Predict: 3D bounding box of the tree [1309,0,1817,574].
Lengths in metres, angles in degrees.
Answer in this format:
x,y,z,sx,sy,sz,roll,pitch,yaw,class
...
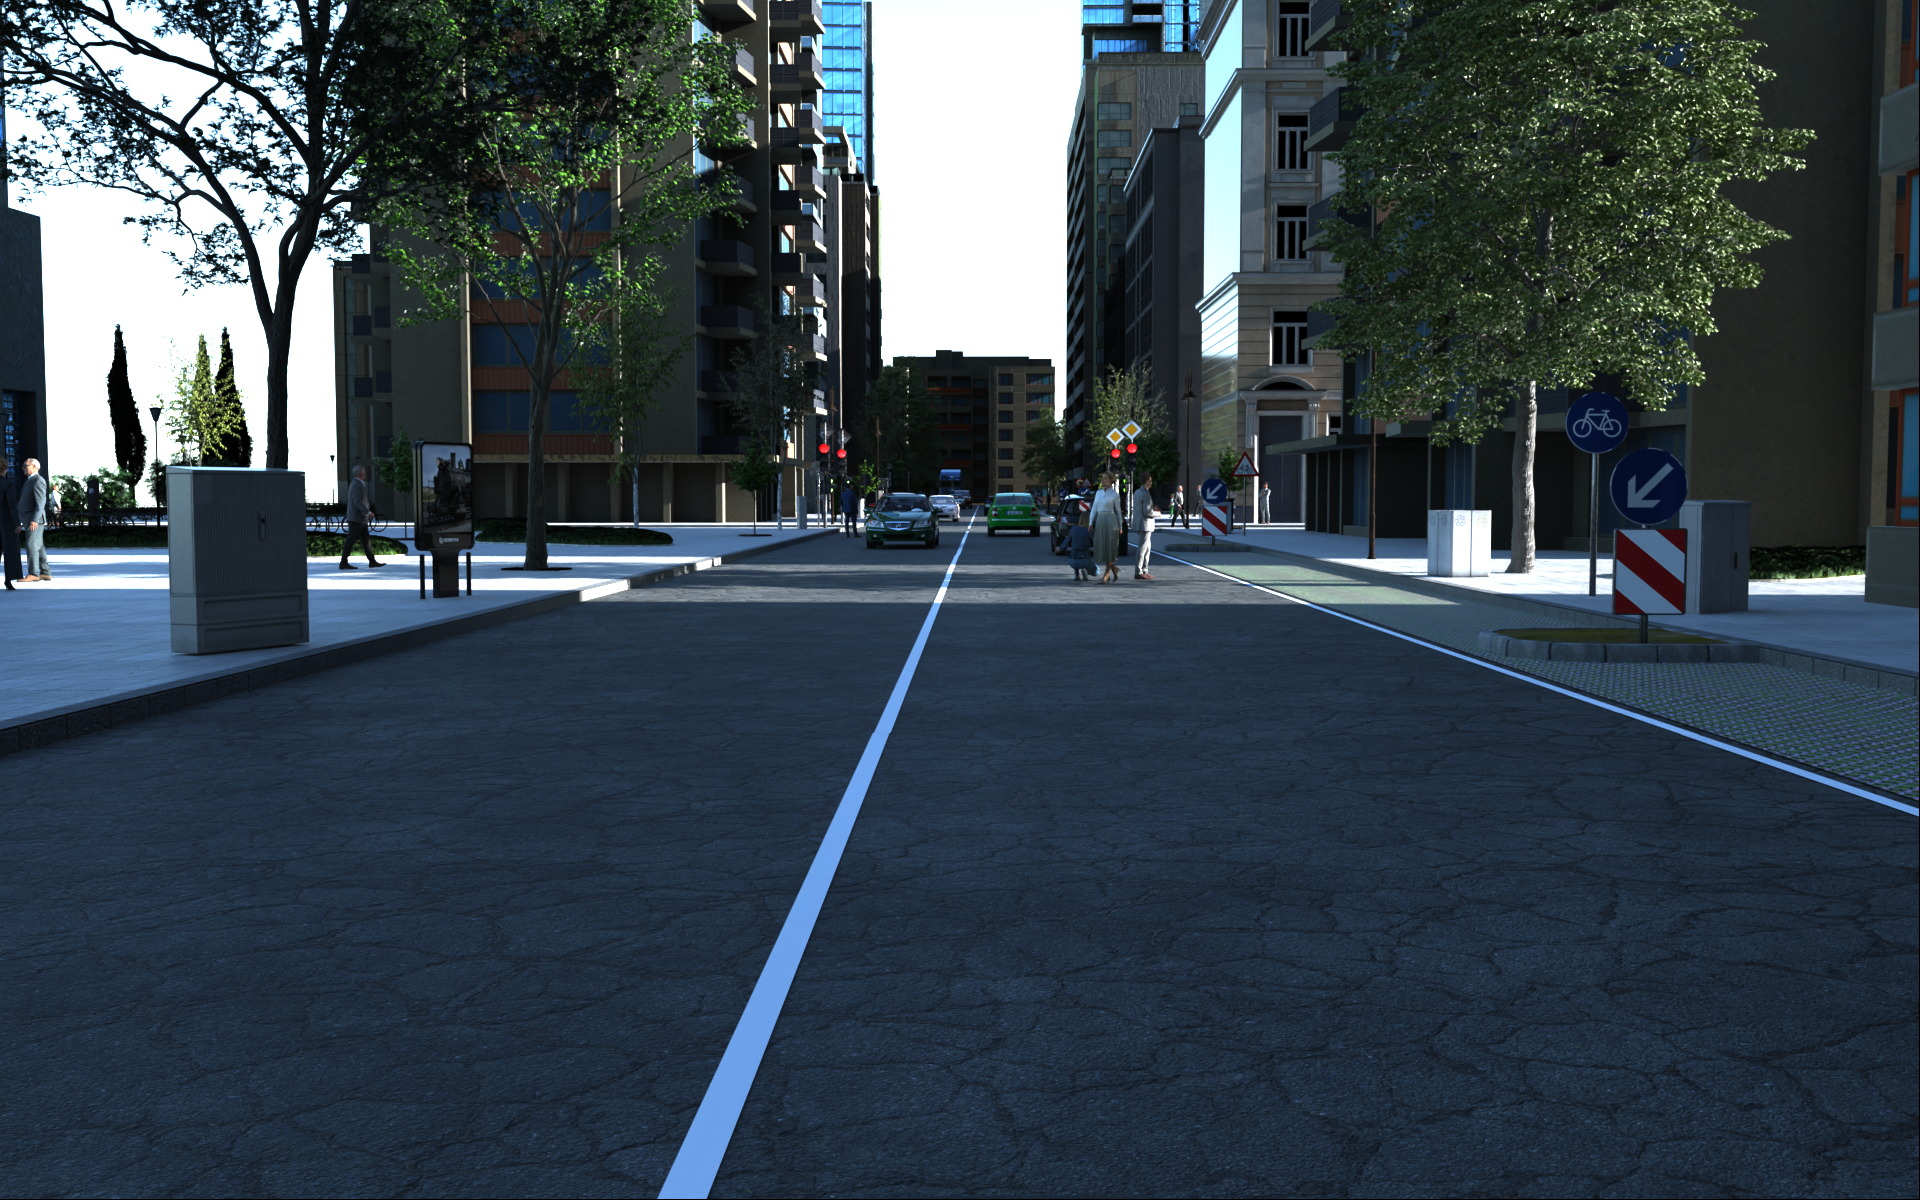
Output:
x,y,z,sx,sy,sz,roll,pitch,yaw,class
9.559,-6.705,27.754,7.486,12.596,7.792,0,3,0,tree

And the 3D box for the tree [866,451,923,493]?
x,y,z,sx,sy,sz,roll,pitch,yaw,class
-5.296,-8.677,125.575,4.285,4.588,4.351,0,3,0,tree

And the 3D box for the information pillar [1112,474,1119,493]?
x,y,z,sx,sy,sz,roll,pitch,yaw,class
8.687,-6.455,96.897,0.504,3.616,0.183,-3,4,-39,information pillar

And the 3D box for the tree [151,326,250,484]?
x,y,z,sx,sy,sz,roll,pitch,yaw,class
-33.666,-7.712,76.453,4.737,8.622,4.395,0,3,0,tree

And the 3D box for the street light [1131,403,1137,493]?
x,y,z,sx,sy,sz,roll,pitch,yaw,class
8.797,-7.079,88.528,0.468,5.910,1.993,0,4,1,street light

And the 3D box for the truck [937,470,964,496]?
x,y,z,sx,sy,sz,roll,pitch,yaw,class
-0.893,-12.652,196.621,2.967,4.110,18.799,0,4,1,truck

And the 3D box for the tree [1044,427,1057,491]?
x,y,z,sx,sy,sz,roll,pitch,yaw,class
10.470,-14.029,179.739,4.737,8.622,4.395,0,3,0,tree

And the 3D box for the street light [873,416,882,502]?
x,y,z,sx,sy,sz,roll,pitch,yaw,class
-4.860,-7.928,102.413,0.468,5.910,1.993,0,4,1,street light

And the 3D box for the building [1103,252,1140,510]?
x,y,z,sx,sy,sz,roll,pitch,yaw,class
18.308,-18.963,139.726,12.332,23.373,15.834,0,4,1,building

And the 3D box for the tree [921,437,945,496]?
x,y,z,sx,sy,sz,roll,pitch,yaw,class
-3.595,-16.216,215.492,4.360,8.622,3.978,0,3,0,tree

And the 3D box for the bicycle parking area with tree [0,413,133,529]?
x,y,z,sx,sy,sz,roll,pitch,yaw,class
-34.631,-4.392,58.816,9.016,4.147,8.231,3,4,36,bicycle parking area with tree

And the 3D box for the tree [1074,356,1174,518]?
x,y,z,sx,sy,sz,roll,pitch,yaw,class
9.210,-8.750,93.419,4.360,8.622,3.978,0,3,0,tree

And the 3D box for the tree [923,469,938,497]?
x,y,z,sx,sy,sz,roll,pitch,yaw,class
-4.375,-14.492,220.665,4.285,4.588,4.351,0,3,0,tree

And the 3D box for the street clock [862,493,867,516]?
x,y,z,sx,sy,sz,roll,pitch,yaw,class
-5.587,-5.956,101.955,0.358,2.002,0.471,-1,4,-10,street clock

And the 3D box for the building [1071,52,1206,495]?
x,y,z,sx,sy,sz,roll,pitch,yaw,class
23.541,-34.469,187.268,21.300,48.544,21.600,0,4,1,building

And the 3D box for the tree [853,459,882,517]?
x,y,z,sx,sy,sz,roll,pitch,yaw,class
-5.179,-6.234,96.521,1.663,3.219,1.824,0,3,0,tree

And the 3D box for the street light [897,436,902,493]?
x,y,z,sx,sy,sz,roll,pitch,yaw,class
-4.641,-9.729,131.861,0.468,5.910,1.993,0,4,1,street light

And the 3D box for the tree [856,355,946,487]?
x,y,z,sx,sy,sz,roll,pitch,yaw,class
-4.904,-13.670,141.628,7.486,12.596,7.792,0,3,0,tree

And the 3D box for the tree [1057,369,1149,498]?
x,y,z,sx,sy,sz,roll,pitch,yaw,class
9.155,-9.315,102.665,4.737,8.622,4.395,0,3,0,tree

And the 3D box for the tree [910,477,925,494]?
x,y,z,sx,sy,sz,roll,pitch,yaw,class
-4.472,-11.511,182.813,1.663,3.219,1.824,0,3,0,tree

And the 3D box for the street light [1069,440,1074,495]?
x,y,z,sx,sy,sz,roll,pitch,yaw,class
9.548,-10.674,147.309,0.468,5.910,1.993,0,4,1,street light

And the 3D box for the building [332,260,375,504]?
x,y,z,sx,sy,sz,roll,pitch,yaw,class
-68.088,-27.088,214.592,14.107,30.474,14.160,0,4,1,building

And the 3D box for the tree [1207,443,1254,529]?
x,y,z,sx,sy,sz,roll,pitch,yaw,class
9.823,-4.236,63.861,1.663,3.219,1.824,0,3,0,tree

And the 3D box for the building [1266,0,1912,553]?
x,y,z,sx,sy,sz,roll,pitch,yaw,class
21.476,-23.962,46.399,22.147,44.769,28.867,0,4,1,building

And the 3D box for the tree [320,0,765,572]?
x,y,z,sx,sy,sz,roll,pitch,yaw,class
-6.969,-6.304,28.824,9.928,11.665,9.643,0,3,0,tree

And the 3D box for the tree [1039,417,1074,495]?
x,y,z,sx,sy,sz,roll,pitch,yaw,class
9.790,-12.886,161.049,4.360,8.622,3.978,0,3,0,tree

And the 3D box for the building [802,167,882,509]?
x,y,z,sx,sy,sz,roll,pitch,yaw,class
-14.412,-23.476,155.540,14.160,30.474,14.107,0,4,1,building

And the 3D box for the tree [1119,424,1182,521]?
x,y,z,sx,sy,sz,roll,pitch,yaw,class
9.016,-6.016,82.076,4.285,4.588,4.351,0,3,0,tree

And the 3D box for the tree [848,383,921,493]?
x,y,z,sx,sy,sz,roll,pitch,yaw,class
-5.061,-9.988,113.673,4.360,8.622,3.978,0,3,0,tree

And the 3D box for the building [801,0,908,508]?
x,y,z,sx,sy,sz,roll,pitch,yaw,class
-22.286,-54.819,208.967,31.000,86.520,22.319,0,4,1,building

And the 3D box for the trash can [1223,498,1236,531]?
x,y,z,sx,sy,sz,roll,pitch,yaw,class
8.799,-2.815,57.671,0.748,1.137,0.748,0,3,0,trash can

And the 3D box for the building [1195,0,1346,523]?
x,y,z,sx,sy,sz,roll,pitch,yaw,class
21.919,-18.090,81.678,20.117,28.700,13.634,0,4,1,building

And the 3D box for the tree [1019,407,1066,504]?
x,y,z,sx,sy,sz,roll,pitch,yaw,class
11.473,-18.809,225.646,7.486,12.596,7.792,0,3,0,tree

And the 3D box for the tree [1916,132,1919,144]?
x,y,z,sx,sy,sz,roll,pitch,yaw,class
7.600,-3.661,10.219,4.360,8.622,3.978,0,3,0,tree

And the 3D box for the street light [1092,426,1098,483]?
x,y,z,sx,sy,sz,roll,pitch,yaw,class
9.129,-8.867,117.756,0.468,5.910,1.993,0,4,1,street light

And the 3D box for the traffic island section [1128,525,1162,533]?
x,y,z,sx,sy,sz,roll,pitch,yaw,class
6.444,-2.617,65.072,2.009,0.180,2.903,0,4,1,traffic island section

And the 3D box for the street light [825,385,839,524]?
x,y,z,sx,sy,sz,roll,pitch,yaw,class
-5.410,-6.150,73.342,0.468,5.910,1.993,0,4,1,street light

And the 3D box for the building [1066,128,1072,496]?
x,y,z,sx,sy,sz,roll,pitch,yaw,class
23.984,-35.787,208.824,21.300,48.544,21.600,0,4,1,building

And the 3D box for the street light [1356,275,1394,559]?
x,y,z,sx,sy,sz,roll,pitch,yaw,class
8.108,-3.740,33.935,0.468,5.910,1.993,0,4,1,street light

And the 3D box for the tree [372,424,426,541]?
x,y,z,sx,sy,sz,roll,pitch,yaw,class
-15.596,-3.282,48.263,1.663,3.219,1.824,0,3,0,tree

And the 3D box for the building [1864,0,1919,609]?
x,y,z,sx,sy,sz,roll,pitch,yaw,class
24.370,-9.802,5.306,27.650,21.520,28.899,0,4,1,building

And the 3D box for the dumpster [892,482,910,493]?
x,y,z,sx,sy,sz,roll,pitch,yaw,class
-4.632,-8.057,134.229,1.502,2.255,1.985,0,4,1,dumpster

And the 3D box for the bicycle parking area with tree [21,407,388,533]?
x,y,z,sx,sy,sz,roll,pitch,yaw,class
-24.080,-4.244,56.393,8.231,4.147,9.016,3,4,37,bicycle parking area with tree

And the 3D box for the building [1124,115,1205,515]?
x,y,z,sx,sy,sz,roll,pitch,yaw,class
19.266,-19.921,119.208,14.314,27.812,24.014,0,4,1,building

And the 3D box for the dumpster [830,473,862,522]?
x,y,z,sx,sy,sz,roll,pitch,yaw,class
-5.336,-4.748,80.128,1.502,2.255,1.985,0,4,1,dumpster

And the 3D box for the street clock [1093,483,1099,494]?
x,y,z,sx,sy,sz,roll,pitch,yaw,class
8.645,-6.463,110.240,0.358,2.002,0.471,2,4,29,street clock

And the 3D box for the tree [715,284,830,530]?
x,y,z,sx,sy,sz,roll,pitch,yaw,class
-6.447,-6.772,61.087,4.360,8.622,3.978,0,3,0,tree

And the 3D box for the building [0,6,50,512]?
x,y,z,sx,sy,sz,roll,pitch,yaw,class
-62.748,-47.151,83.589,31.000,86.520,22.319,0,4,1,building

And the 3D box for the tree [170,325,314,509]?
x,y,z,sx,sy,sz,roll,pitch,yaw,class
-60.288,-14.488,138.699,13.155,14.587,18.604,0,4,-4,tree

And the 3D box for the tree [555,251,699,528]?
x,y,z,sx,sy,sz,roll,pitch,yaw,class
-9.960,-6.200,51.738,4.737,8.622,4.395,0,3,0,tree

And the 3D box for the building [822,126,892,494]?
x,y,z,sx,sy,sz,roll,pitch,yaw,class
-23.083,-29.517,174.482,32.217,40.220,23.993,0,4,1,building

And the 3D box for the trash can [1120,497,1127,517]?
x,y,z,sx,sy,sz,roll,pitch,yaw,class
9.082,-5.171,96.204,0.748,1.137,0.748,0,3,0,trash can

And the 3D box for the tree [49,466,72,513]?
x,y,z,sx,sy,sz,roll,pitch,yaw,class
-59.920,-12.547,106.963,13.155,14.587,18.604,0,3,0,tree

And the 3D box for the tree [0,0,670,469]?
x,y,z,sx,sy,sz,roll,pitch,yaw,class
-6.223,-4.933,15.064,8.767,10.594,7.601,0,4,3,tree

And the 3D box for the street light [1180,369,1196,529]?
x,y,z,sx,sy,sz,roll,pitch,yaw,class
8.422,-5.576,63.956,0.468,5.910,1.993,0,4,1,street light

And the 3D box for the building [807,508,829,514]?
x,y,z,sx,sy,sz,roll,pitch,yaw,class
-20.393,-49.729,125.746,22.319,86.520,31.000,0,4,1,building

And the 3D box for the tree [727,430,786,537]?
x,y,z,sx,sy,sz,roll,pitch,yaw,class
-6.322,-3.561,52.821,1.663,3.219,1.824,0,3,0,tree

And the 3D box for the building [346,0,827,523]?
x,y,z,sx,sy,sz,roll,pitch,yaw,class
-18.638,-26.575,89.131,22.147,44.769,28.867,0,4,1,building

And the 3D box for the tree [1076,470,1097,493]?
x,y,z,sx,sy,sz,roll,pitch,yaw,class
10.312,-8.816,138.746,1.663,3.219,1.824,0,3,0,tree
